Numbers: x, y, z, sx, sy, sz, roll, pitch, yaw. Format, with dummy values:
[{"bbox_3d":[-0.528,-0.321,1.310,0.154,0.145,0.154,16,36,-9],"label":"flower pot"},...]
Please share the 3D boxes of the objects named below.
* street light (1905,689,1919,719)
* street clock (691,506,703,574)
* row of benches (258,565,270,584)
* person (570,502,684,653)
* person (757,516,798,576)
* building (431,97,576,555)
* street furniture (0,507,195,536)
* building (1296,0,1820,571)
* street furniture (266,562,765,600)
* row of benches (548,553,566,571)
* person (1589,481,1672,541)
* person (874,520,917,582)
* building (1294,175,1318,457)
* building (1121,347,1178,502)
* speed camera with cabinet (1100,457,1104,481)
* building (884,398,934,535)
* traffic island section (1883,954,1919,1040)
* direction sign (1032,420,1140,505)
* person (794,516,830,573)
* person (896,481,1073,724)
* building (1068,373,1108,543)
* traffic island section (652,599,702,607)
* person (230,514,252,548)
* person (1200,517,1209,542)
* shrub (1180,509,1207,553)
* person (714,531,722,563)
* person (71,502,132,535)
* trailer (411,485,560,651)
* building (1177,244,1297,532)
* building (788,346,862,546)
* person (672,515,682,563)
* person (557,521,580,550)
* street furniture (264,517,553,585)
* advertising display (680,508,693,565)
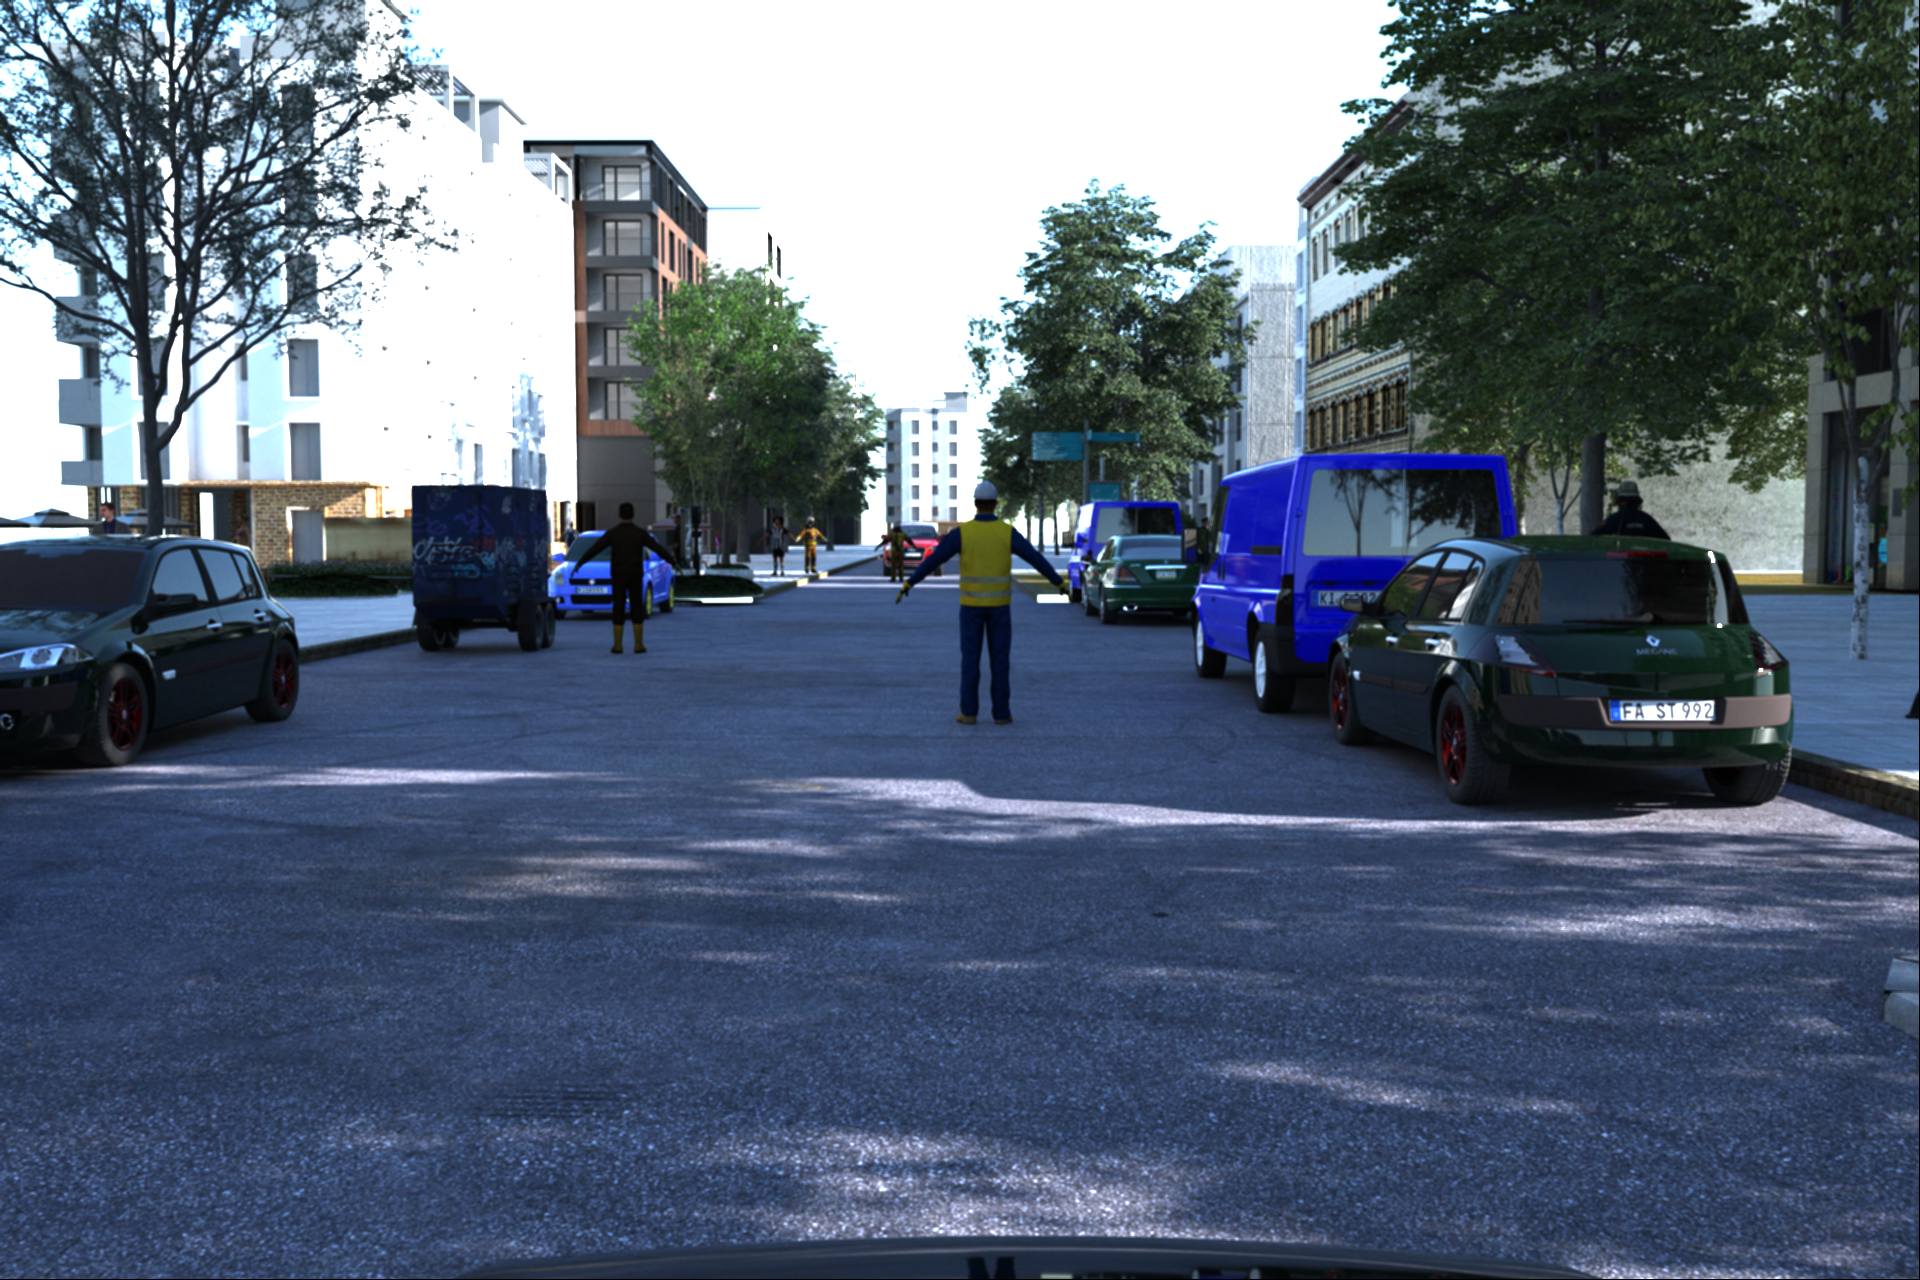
[{"bbox_3d":[7.314,-2.409,11.925,1.470,5.913,1.316,0,4,0],"label":"street light"},{"bbox_3d":[-6.850,-2.470,44.956,0.358,2.002,0.471,0,4,1],"label":"street clock"},{"bbox_3d":[-16.552,-1.329,37.197,4.104,0.672,1.422,2,4,27],"label":"row of benches"},{"bbox_3d":[-4.009,-0.751,20.874,1.346,1.812,0.704,-1,4,-10],"label":"person"},{"bbox_3d":[-5.591,-2.879,53.212,1.345,1.843,0.704,1,4,16],"label":"person"},{"bbox_3d":[-24.709,-13.462,76.529,16.016,20.090,11.380,0,4,-1],"label":"building"},{"bbox_3d":[-27.733,-2.273,42.198,14.083,1.986,27.439,0,4,-1],"label":"street furniture"},{"bbox_3d":[24.888,-14.562,69.025,19.493,23.208,18.063,0,4,-1],"label":"building"},{"bbox_3d":[-9.039,-1.281,36.577,10.072,0.657,5.734,0,4,2],"label":"street furniture"},{"bbox_3d":[-13.022,-2.427,55.149,1.422,0.672,4.104,-2,4,-27],"label":"row of benches"},{"bbox_3d":[7.081,-0.769,18.443,1.351,1.845,0.704,0,4,-7],"label":"person"},{"bbox_3d":[-1.898,-2.677,51.997,1.354,1.858,0.705,-1,4,-21],"label":"person"},{"bbox_3d":[23.209,-14.450,92.672,16.016,20.090,11.380,0,4,-1],"label":"building"},{"bbox_3d":[25.052,-18.244,164.739,16.747,18.905,31.486,0,4,-1],"label":"building"},{"bbox_3d":[3.860,-3.025,43.800,0.660,3.252,2.038,0,4,-2],"label":"speed camera with cabinet"},{"bbox_3d":[-9.798,-22.888,233.091,11.380,20.090,16.016,0,4,1],"label":"building"},{"bbox_3d":[3.708,1.111,4.702,1.991,0.108,1.994,0,4,0],"label":"traffic island section"},{"bbox_3d":[2.964,-3.133,39.986,2.525,3.948,1.411,0,4,-1],"label":"direction sign"},{"bbox_3d":[-4.865,-3.100,56.448,1.354,1.858,0.705,-3,4,-36],"label":"person"},{"bbox_3d":[0.190,-0.287,13.126,1.349,1.833,0.705,0,4,-2],"label":"person"},{"bbox_3d":[21.980,-22.181,193.590,19.493,23.208,18.063,0,3,0],"label":"building"},{"bbox_3d":[-6.236,-0.729,34.785,1.991,0.108,1.994,0,4,-1],"label":"traffic island section"},{"bbox_3d":[-16.547,-2.016,39.770,0.721,1.733,1.217,-3,5,-44],"label":"person"},{"bbox_3d":[8.162,-3.155,57.513,0.705,1.837,1.347,1,4,17],"label":"person"},{"bbox_3d":[6.560,-2.909,51.606,1.661,2.075,1.752,0,3,0],"label":"shrub"},{"bbox_3d":[-10.155,-3.909,73.175,0.599,1.433,0.991,0,4,-1],"label":"person"},{"bbox_3d":[-12.696,-1.170,25.699,0.617,1.759,0.750,1,4,9],"label":"person"},{"bbox_3d":[-5.865,-0.840,20.783,1.471,1.999,3.904,0,4,0],"label":"trailer"},{"bbox_3d":[24.784,-15.170,114.492,16.747,18.905,31.486,0,4,0],"label":"building"},{"bbox_3d":[-26.343,-21.832,200.931,27.936,21.610,32.646,0,4,0],"label":"building"},{"bbox_3d":[-7.686,-2.501,47.120,0.704,1.802,1.346,-1,4,-12],"label":"person"},{"bbox_3d":[-16.807,-4.230,75.012,1.347,1.847,0.705,0,4,6],"label":"person"},{"bbox_3d":[-15.233,-2.420,46.420,9.812,1.723,11.010,2,4,23],"label":"street furniture"},{"bbox_3d":[-6.806,-2.317,43.104,0.123,1.923,0.974,0,4,1],"label":"advertising display"}]
